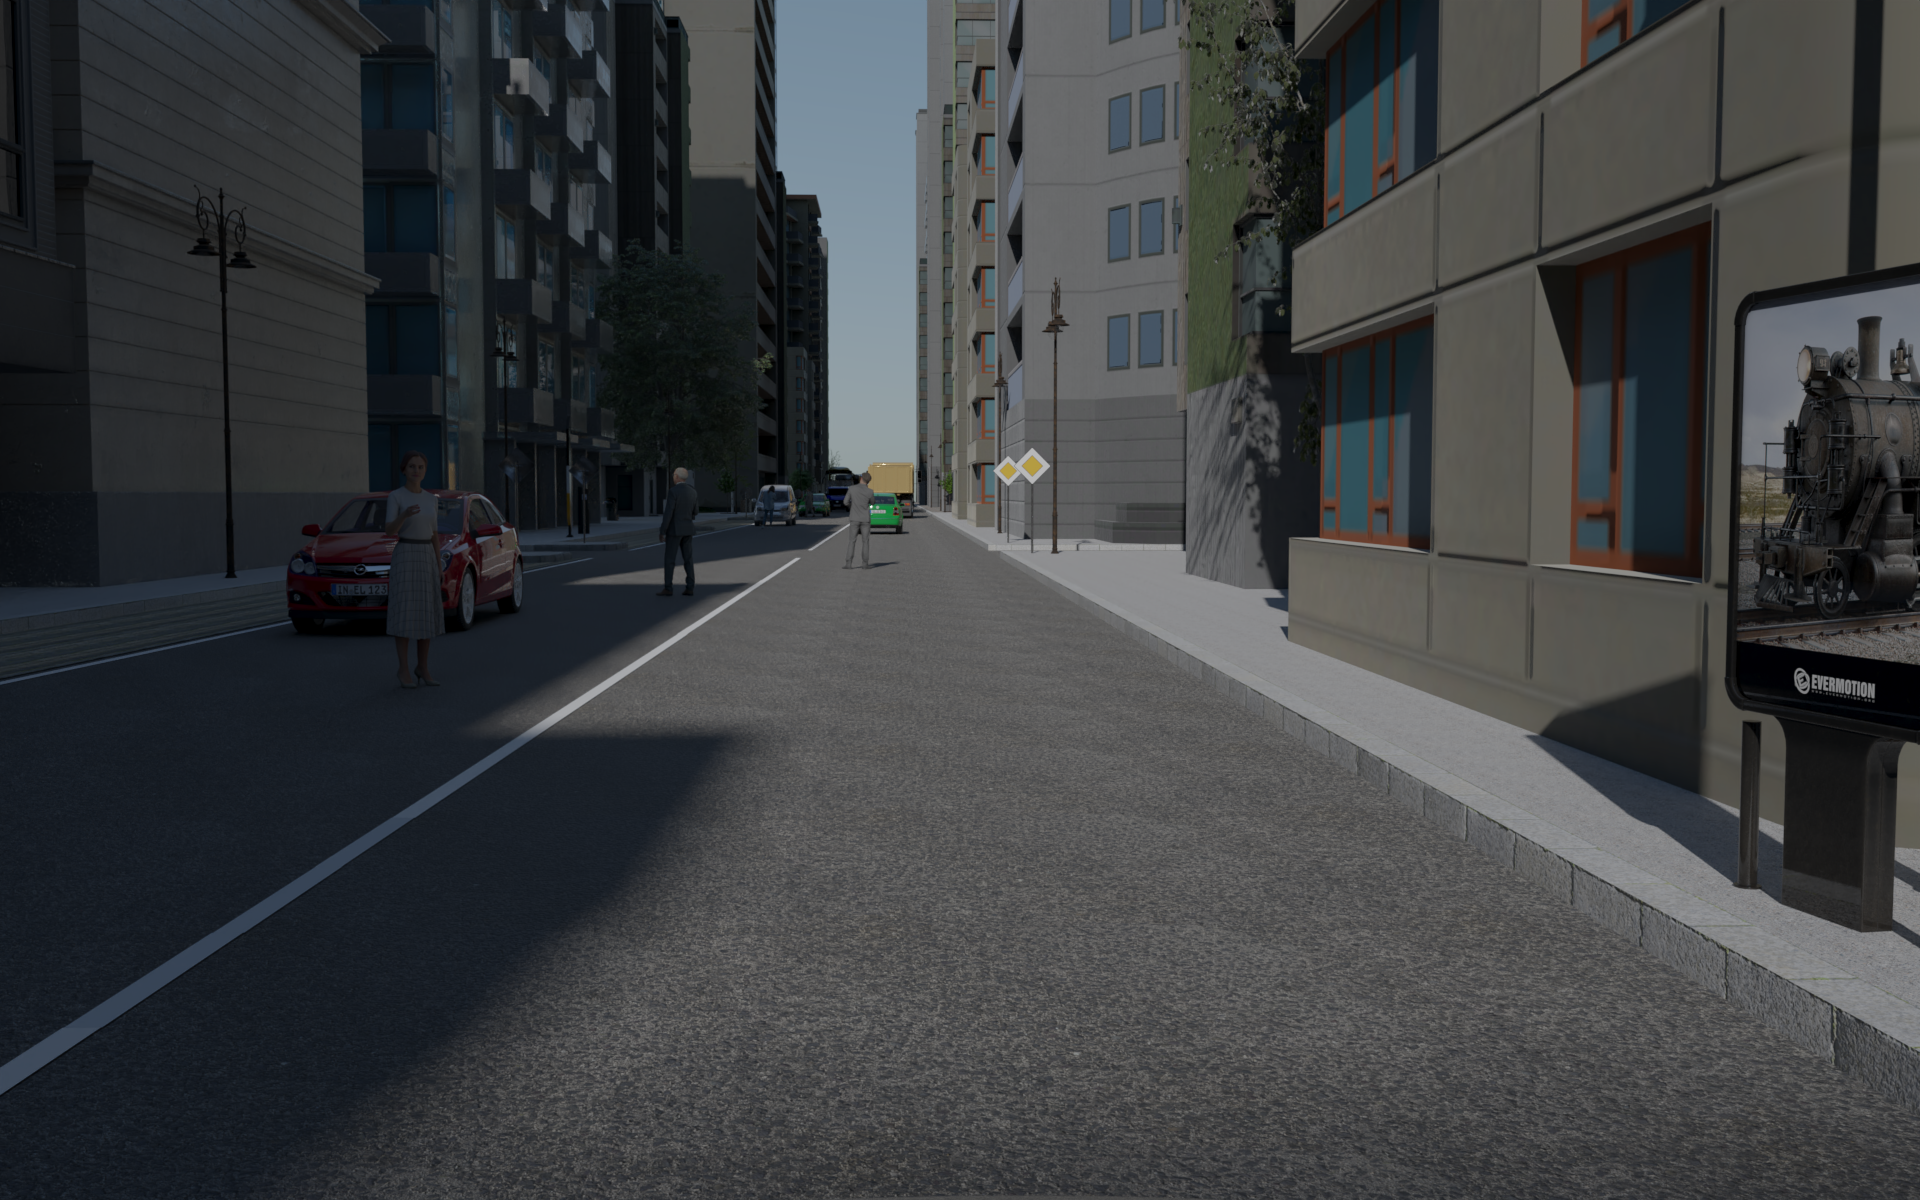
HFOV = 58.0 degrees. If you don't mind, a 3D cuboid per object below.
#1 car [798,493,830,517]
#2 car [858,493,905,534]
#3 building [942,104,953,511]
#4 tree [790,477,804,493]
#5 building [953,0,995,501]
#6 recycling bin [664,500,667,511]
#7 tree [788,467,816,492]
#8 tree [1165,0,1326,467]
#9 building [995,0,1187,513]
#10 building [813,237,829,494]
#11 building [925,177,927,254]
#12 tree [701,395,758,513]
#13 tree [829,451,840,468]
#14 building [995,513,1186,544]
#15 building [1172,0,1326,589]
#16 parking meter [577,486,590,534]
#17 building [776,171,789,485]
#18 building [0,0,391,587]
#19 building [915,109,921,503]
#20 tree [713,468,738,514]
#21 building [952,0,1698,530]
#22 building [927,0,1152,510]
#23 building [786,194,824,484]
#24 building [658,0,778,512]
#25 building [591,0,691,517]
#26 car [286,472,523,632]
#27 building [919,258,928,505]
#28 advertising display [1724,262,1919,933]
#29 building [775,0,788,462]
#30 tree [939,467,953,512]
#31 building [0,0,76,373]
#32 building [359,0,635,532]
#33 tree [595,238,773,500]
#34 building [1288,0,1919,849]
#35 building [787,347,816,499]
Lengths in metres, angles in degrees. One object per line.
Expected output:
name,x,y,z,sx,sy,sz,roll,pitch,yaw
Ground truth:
car,-9.236,-6.180,109.844,1.959,1.807,4.718,0,4,0
car,-2.969,-3.312,62.945,1.959,1.807,4.718,0,4,-2
building,5.571,-22.037,132.002,14.160,30.474,14.107,0,4,-2
tree,-17.979,-12.020,191.123,1.663,3.219,1.824,0,3,0
building,6.496,-26.283,113.316,14.154,41.232,14.086,0,4,-2
recycling bin,-13.158,-4.109,79.744,0.722,1.027,0.722,2,4,29
tree,-17.831,-12.900,194.625,4.285,4.588,4.351,0,3,0
tree,3.981,-4.103,17.442,4.360,8.622,3.978,0,3,0
building,8.728,-37.333,152.397,21.231,58.520,28.212,0,4,-2
building,-27.595,-35.742,267.982,14.154,41.232,14.086,0,4,-2
building,6.449,-37.686,235.769,23.786,49.044,30.456,0,4,-2
tree,-15.381,-10.158,116.447,4.737,8.622,4.395,0,3,0
tree,-20.809,-20.144,279.718,4.360,8.622,3.978,0,3,0
building,15.655,-31.222,52.487,28.212,58.520,21.231,0,4,-2
building,10.599,-15.769,29.520,14.160,30.474,14.107,0,4,-2
parking meter,-12.144,-2.903,55.871,0.372,1.533,0.369,0,3,0
building,-22.234,-23.030,148.235,14.160,30.474,14.107,0,4,-2
building,-23.203,-14.784,29.102,23.554,28.519,14.401,0,4,-2
building,3.776,-44.247,265.444,21.231,58.520,28.212,0,4,-2
tree,-15.299,-7.236,112.908,1.663,3.219,1.824,0,3,0
building,13.902,-14.433,81.023,27.650,21.520,28.899,0,4,-2
building,7.065,-39.097,181.240,21.231,58.520,28.212,0,4,-2
building,-30.834,-36.163,245.881,22.147,44.769,28.867,0,4,-2
building,-25.180,-30.950,129.742,21.300,48.544,21.600,0,4,-2
building,-23.270,-20.062,99.715,14.160,30.474,14.107,0,4,-2
car,-6.116,-0.633,19.392,2.155,1.783,4.494,0,4,-4
building,1.928,-26.993,213.041,14.160,30.474,14.107,0,4,-2
advertising display,2.650,0.002,5.186,0.123,1.923,0.974,-1,4,-11
building,-27.929,-52.391,169.258,22.319,86.520,31.000,0,4,-2
tree,-0.598,-7.913,123.975,1.663,3.219,1.824,0,3,0
building,-17.757,-13.230,9.818,14.314,27.812,24.014,0,4,-2
building,-25.130,-27.063,62.092,23.786,49.044,30.456,0,4,-2
tree,-14.358,-11.010,86.664,9.857,13.997,8.962,0,3,0
building,17.216,-9.513,0.570,27.650,21.520,28.899,0,4,-2
building,-32.707,-22.791,217.672,27.650,21.520,28.899,0,4,-2
